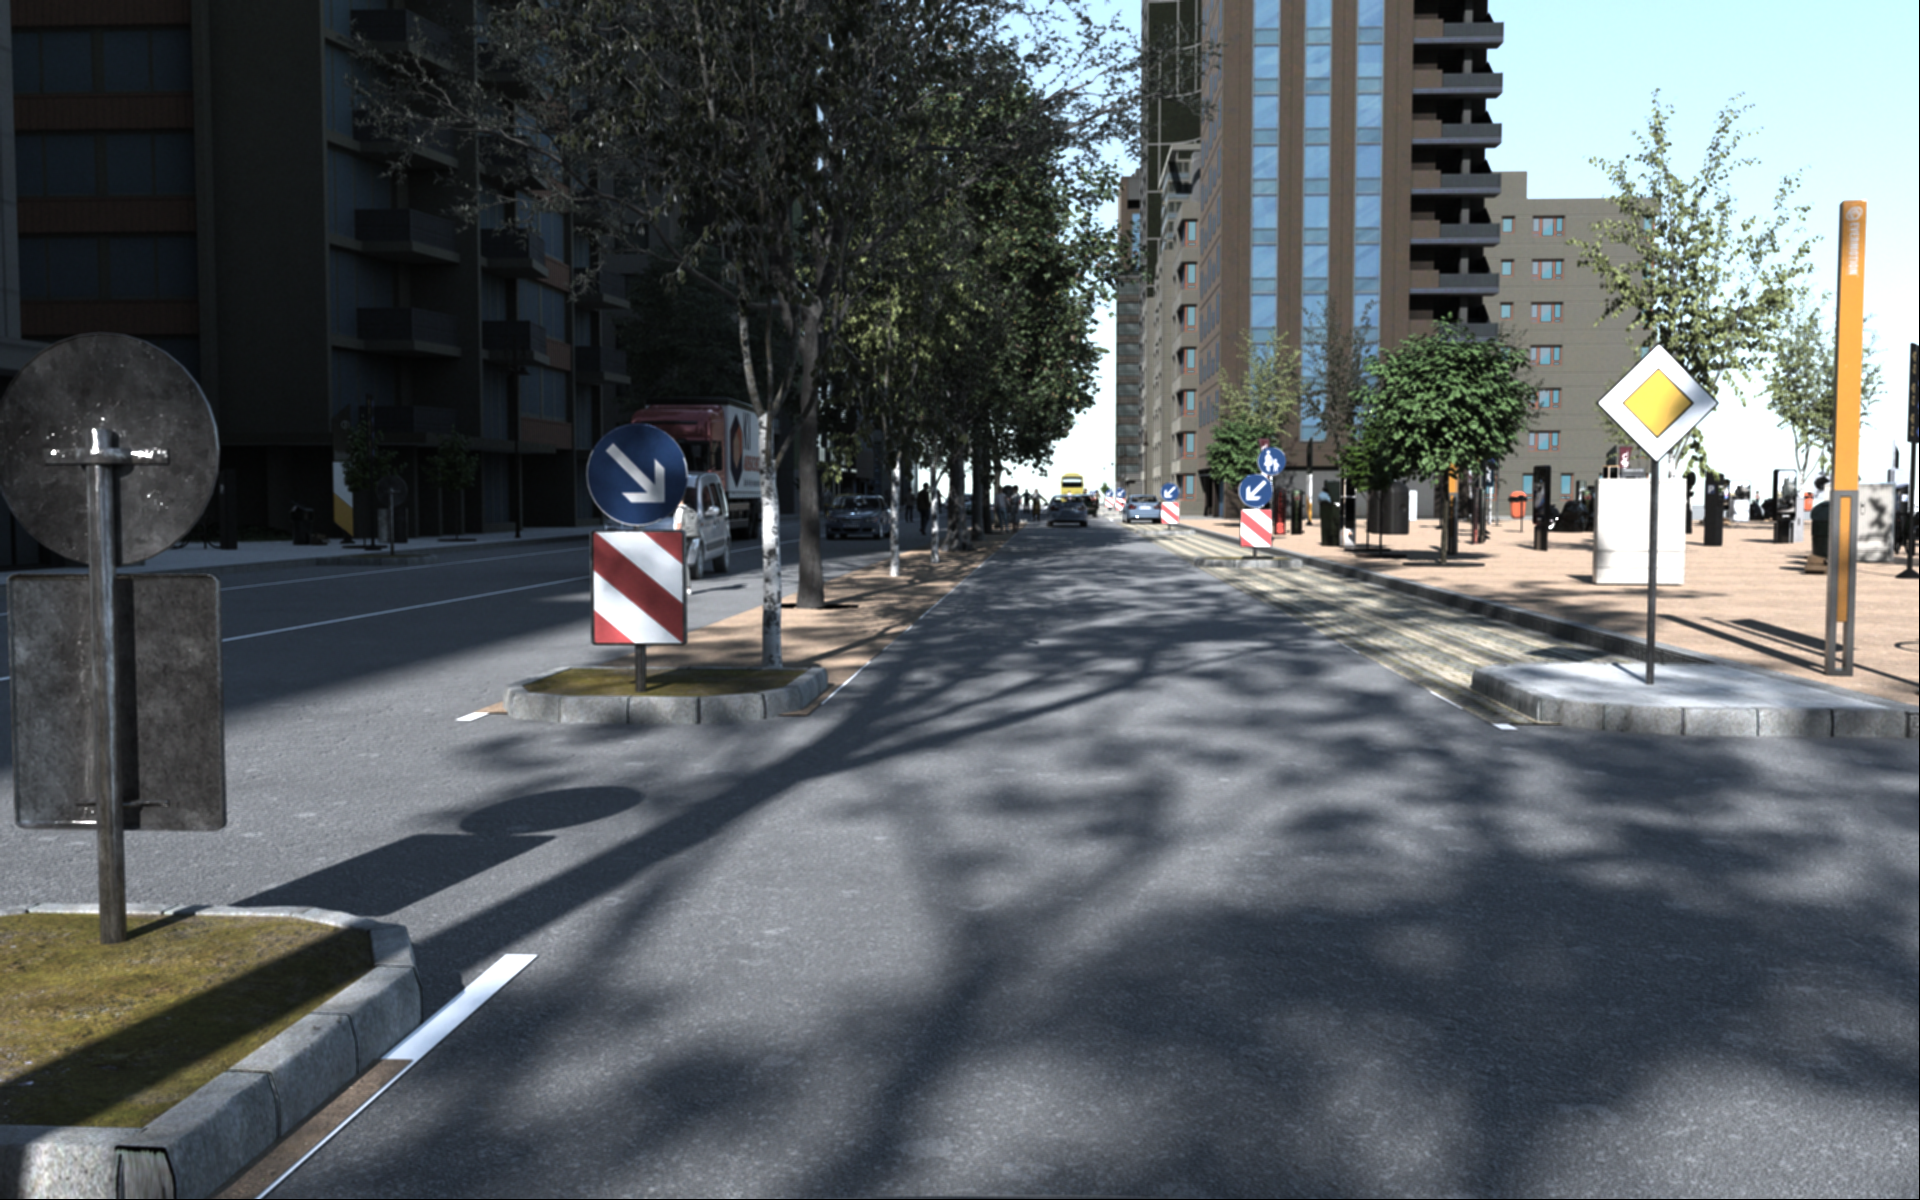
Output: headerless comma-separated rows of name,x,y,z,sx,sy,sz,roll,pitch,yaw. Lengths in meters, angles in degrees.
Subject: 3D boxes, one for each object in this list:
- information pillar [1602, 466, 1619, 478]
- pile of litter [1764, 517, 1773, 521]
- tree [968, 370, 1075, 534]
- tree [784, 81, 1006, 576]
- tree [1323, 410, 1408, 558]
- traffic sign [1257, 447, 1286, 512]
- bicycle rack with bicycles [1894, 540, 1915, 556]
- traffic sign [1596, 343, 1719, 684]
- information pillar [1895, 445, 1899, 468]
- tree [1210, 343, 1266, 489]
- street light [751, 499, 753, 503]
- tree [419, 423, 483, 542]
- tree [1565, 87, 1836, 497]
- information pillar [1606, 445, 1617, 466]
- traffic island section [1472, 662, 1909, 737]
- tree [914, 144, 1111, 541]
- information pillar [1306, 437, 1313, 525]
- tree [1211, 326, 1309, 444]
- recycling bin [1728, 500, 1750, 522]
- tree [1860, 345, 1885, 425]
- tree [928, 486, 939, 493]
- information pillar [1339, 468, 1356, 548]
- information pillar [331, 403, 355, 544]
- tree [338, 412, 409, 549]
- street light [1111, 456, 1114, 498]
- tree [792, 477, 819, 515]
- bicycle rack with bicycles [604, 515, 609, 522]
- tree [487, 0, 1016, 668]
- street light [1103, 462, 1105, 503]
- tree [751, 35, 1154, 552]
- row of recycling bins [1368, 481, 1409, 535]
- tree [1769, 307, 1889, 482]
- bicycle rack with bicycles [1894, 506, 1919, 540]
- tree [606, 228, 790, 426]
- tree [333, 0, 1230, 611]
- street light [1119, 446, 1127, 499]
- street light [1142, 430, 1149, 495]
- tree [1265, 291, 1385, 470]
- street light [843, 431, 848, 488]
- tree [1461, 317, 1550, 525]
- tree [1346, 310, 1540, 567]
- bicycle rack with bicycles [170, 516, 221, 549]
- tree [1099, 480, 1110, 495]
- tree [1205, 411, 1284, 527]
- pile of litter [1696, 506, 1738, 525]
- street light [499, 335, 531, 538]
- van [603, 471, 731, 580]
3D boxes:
information pillar,16.877,-2.476,44.970,0.304,2.012,0.304,-1,4,-11
pile of litter,38.609,-4.124,81.388,1.176,0.858,1.719,-1,4,-9
tree,1.500,-8.785,71.845,9.928,11.665,9.643,0,3,0
tree,-1.159,-4.722,30.016,4.737,8.622,4.395,0,3,0
tree,8.461,-2.488,35.286,1.663,3.219,1.824,0,3,0
traffic sign,8.425,-2.861,46.880,0.768,2.556,0.104,0,4,5
bicycle rack with bicycles,19.768,-1.456,37.183,2.852,0.926,2.925,3,4,36
traffic sign,4.653,-0.488,11.627,0.795,2.450,0.064,0,4,3
information pillar,43.951,-5.505,81.369,0.183,3.616,0.504,1,4,11
tree,14.168,-8.032,81.686,4.360,8.622,3.978,0,3,0
street light,-10.747,-7.133,89.410,0.468,5.910,1.993,0,4,3
tree,-13.874,-3.216,47.182,1.663,3.219,1.824,0,3,0
tree,13.473,-4.993,32.004,4.737,8.622,4.395,0,3,0
information pillar,31.233,-5.610,83.074,0.504,3.616,0.183,-1,4,-14
traffic island section,4.677,0.647,11.702,2.009,0.180,2.903,0,4,3
tree,0.626,-8.044,52.105,7.486,12.596,7.792,0,3,0
information pillar,14.502,-4.925,71.882,0.183,3.616,0.504,0,4,-6
tree,13.127,-7.627,75.062,4.737,8.622,4.395,0,3,0
recycling bin,35.498,-4.062,78.963,0.722,1.027,0.722,0,4,-1
tree,28.684,-6.621,58.618,4.737,8.622,4.395,0,3,0
tree,-3.318,-14.044,224.228,1.663,3.219,1.824,0,3,0
information pillar,9.268,-2.255,41.369,0.304,2.012,0.304,0,4,-7
information pillar,-15.926,-3.263,44.701,0.504,3.616,0.183,-3,4,-39
tree,-14.216,-2.842,41.071,1.663,3.219,1.824,0,3,0
street light,18.321,-14.411,208.404,0.468,5.910,1.993,0,4,3
tree,-9.694,-6.961,108.419,1.663,3.219,1.824,0,3,0
bicycle rack with bicycles,-15.333,-4.045,79.512,2.852,0.926,2.925,1,4,18
tree,-1.492,-3.698,13.281,4.360,8.622,3.978,0,3,0
street light,20.447,-16.684,245.565,0.468,5.910,1.993,0,4,3
tree,-0.066,-7.546,42.841,9.611,12.733,9.660,0,3,0
row of recycling bins,13.925,-3.024,56.552,1.069,1.692,3.534,0,4,5
tree,34.060,-7.161,67.451,4.360,8.622,3.978,0,3,0
bicycle rack with bicycles,29.228,-2.373,52.183,2.852,0.926,2.925,1,4,8
tree,-12.262,-10.785,82.986,9.857,13.997,8.962,0,3,0
tree,-1.896,-6.643,21.439,12.009,13.543,11.850,0,3,0
street light,15.953,-12.139,171.256,0.468,5.910,1.993,0,4,3
street light,13.406,-9.319,125.158,0.468,5.910,1.993,0,4,3
tree,13.680,-6.824,61.936,4.360,8.622,3.978,0,3,0
street light,-8.395,-9.448,127.261,0.468,5.910,1.993,0,4,3
tree,22.493,-7.497,72.937,4.360,8.622,3.978,0,3,0
tree,8.637,-2.897,31.078,4.285,4.588,4.351,0,3,0
bicycle rack with bicycles,-18.862,-1.632,40.066,2.925,0.926,2.852,1,4,12
tree,20.341,-15.143,242.191,1.663,3.219,1.824,0,3,0
tree,11.134,-5.170,68.251,4.285,4.588,4.351,0,3,0
pile of litter,31.599,-3.556,72.098,1.719,0.858,1.176,3,5,40
street light,-12.942,-4.753,50.502,0.468,5.910,1.993,0,4,3
van,-5.099,-1.422,30.266,2.013,2.044,4.112,0,4,2
